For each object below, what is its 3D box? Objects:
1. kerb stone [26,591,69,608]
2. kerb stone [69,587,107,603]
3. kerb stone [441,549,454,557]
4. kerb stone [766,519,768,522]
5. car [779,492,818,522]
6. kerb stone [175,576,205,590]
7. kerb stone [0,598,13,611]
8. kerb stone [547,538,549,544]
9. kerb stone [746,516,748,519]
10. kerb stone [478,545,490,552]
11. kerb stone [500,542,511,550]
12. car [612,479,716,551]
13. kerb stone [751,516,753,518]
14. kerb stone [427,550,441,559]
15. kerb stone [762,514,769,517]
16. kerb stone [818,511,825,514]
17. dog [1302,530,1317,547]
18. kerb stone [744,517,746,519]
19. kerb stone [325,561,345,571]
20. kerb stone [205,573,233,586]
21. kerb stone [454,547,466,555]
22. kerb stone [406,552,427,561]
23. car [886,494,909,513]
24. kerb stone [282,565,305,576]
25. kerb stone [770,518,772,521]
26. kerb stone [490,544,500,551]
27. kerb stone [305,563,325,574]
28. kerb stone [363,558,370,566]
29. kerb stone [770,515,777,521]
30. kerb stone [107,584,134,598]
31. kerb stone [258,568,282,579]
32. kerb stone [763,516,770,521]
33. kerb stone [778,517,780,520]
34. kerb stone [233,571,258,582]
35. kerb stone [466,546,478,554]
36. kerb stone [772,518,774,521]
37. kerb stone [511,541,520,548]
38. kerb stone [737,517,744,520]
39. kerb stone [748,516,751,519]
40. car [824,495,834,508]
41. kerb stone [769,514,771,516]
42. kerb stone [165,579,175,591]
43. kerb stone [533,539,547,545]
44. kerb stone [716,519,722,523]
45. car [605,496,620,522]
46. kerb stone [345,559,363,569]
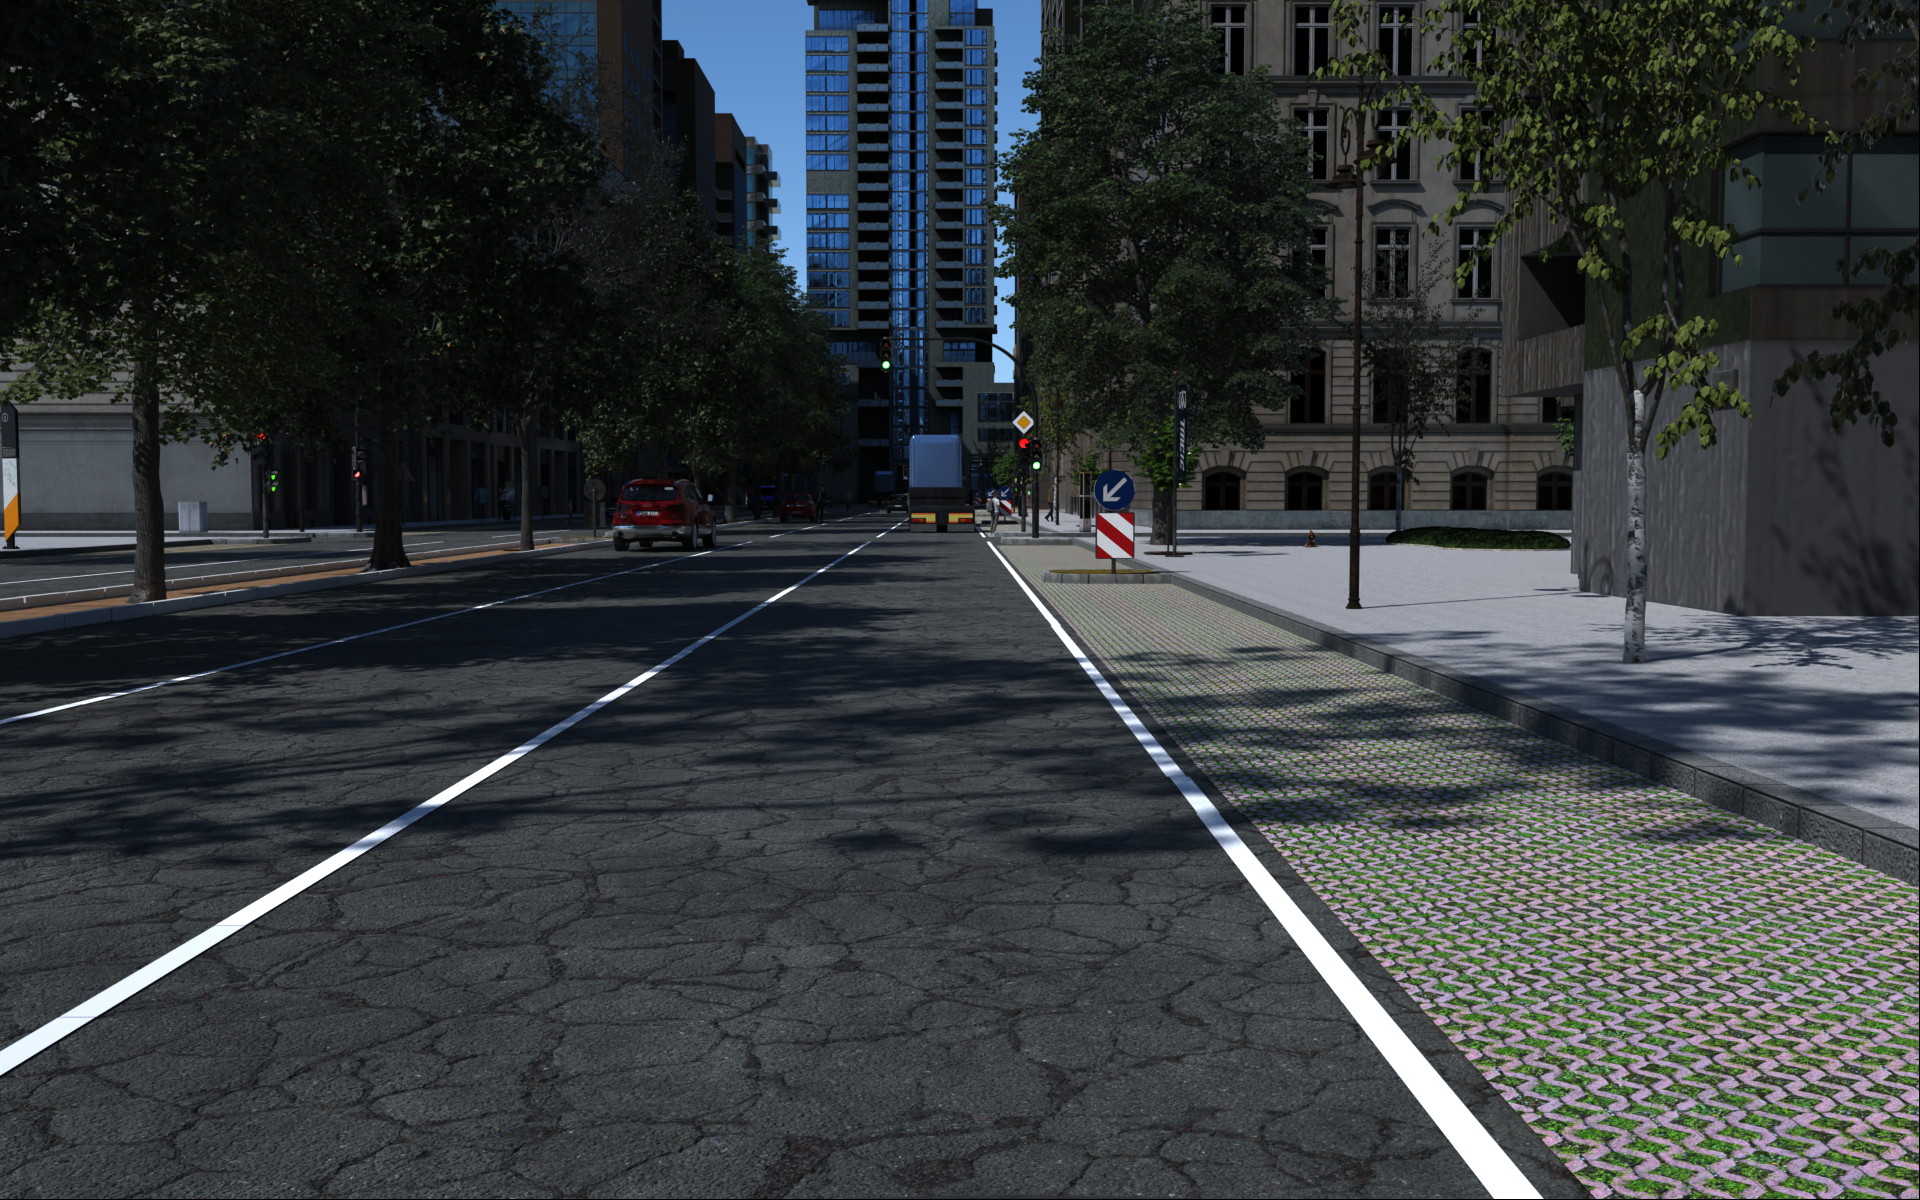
[{"bbox_3d":[-11.708,0.007,22.086,0.120,0.150,1.000,0,4,0],"label":"kerb stone"},{"bbox_3d":[-11.721,-0.052,23.114,0.120,0.150,1.000,0,4,0],"label":"kerb stone"},{"bbox_3d":[-11.812,-1.060,39.534,0.120,0.150,1.000,0,4,0],"label":"kerb stone"},{"bbox_3d":[-10.008,-4.036,88.245,0.120,0.150,1.000,0,4,0],"label":"kerb stone"},{"bbox_3d":[-8.328,-4.936,89.740,2.155,1.783,4.494,0,4,-2],"label":"car"},{"bbox_3d":[-11.738,-0.244,26.196,0.120,0.150,1.000,0,4,0],"label":"kerb stone"},{"bbox_3d":[-11.702,0.074,21.043,0.120,0.150,1.000,0,4,0],"label":"kerb stone"},{"bbox_3d":[-11.883,-1.684,49.806,0.120,0.150,1.000,0,4,0],"label":"kerb stone"},{"bbox_3d":[-12.167,-4.602,97.431,0.120,0.150,1.000,0,4,0],"label":"kerb stone"},{"bbox_3d":[-11.836,-1.246,42.629,0.120,0.150,1.000,0,4,0],"label":"kerb stone"},{"bbox_3d":[-11.841,-1.375,44.677,0.120,0.150,1.000,0,4,0],"label":"kerb stone"},{"bbox_3d":[-7.626,-2.219,44.957,2.281,1.827,5.304,0,4,1],"label":"car"},{"bbox_3d":[-12.174,-4.727,99.478,0.120,0.150,1.000,0,4,0],"label":"kerb stone"},{"bbox_3d":[-11.808,-0.991,38.507,0.120,0.150,1.000,0,4,0],"label":"kerb stone"},{"bbox_3d":[-12.228,-5.291,108.702,0.120,0.150,1.000,0,4,0],"label":"kerb stone"},{"bbox_3d":[-10.246,-6.487,128.254,0.120,0.150,1.000,0,4,0],"label":"kerb stone"},{"bbox_3d":[8.443,-1.484,42.007,0.748,0.427,0.550,-3,5,-39],"label":"dog"},{"bbox_3d":[-12.159,-4.539,96.409,0.120,0.150,1.000,0,4,0],"label":"kerb stone"},{"bbox_3d":[-11.776,-0.620,32.354,0.120,0.150,1.000,0,4,0],"label":"kerb stone"},{"bbox_3d":[-11.743,-0.307,27.223,0.120,0.150,1.000,0,4,0],"label":"kerb stone"},{"bbox_3d":[-11.821,-1.124,40.568,0.120,0.150,1.000,0,4,0],"label":"kerb stone"},{"bbox_3d":[-11.800,-0.935,37.479,0.120,0.150,1.000,0,4,0],"label":"kerb stone"},{"bbox_3d":[-4.591,-7.325,129.552,2.009,1.686,4.222,0,4,0],"label":"car"},{"bbox_3d":[-11.757,-0.495,30.295,0.120,0.150,1.000,0,4,0],"label":"kerb stone"},{"bbox_3d":[-10.024,-4.166,90.303,0.120,0.150,1.000,0,4,0],"label":"kerb stone"},{"bbox_3d":[-11.839,-1.312,43.651,0.120,0.150,1.000,0,4,0],"label":"kerb stone"},{"bbox_3d":[-11.768,-0.553,31.327,0.120,0.150,1.000,0,4,0],"label":"kerb stone"},{"bbox_3d":[-11.781,-0.741,34.398,0.120,0.150,1.000,0,4,0],"label":"kerb stone"},{"bbox_3d":[-10.027,-4.291,92.348,0.120,0.150,1.000,0,4,0],"label":"kerb stone"},{"bbox_3d":[-11.722,-0.119,24.140,0.120,0.150,1.000,0,4,0],"label":"kerb stone"},{"bbox_3d":[-11.755,-0.429,29.273,0.120,0.150,1.000,0,4,0],"label":"kerb stone"},{"bbox_3d":[-10.022,-4.103,89.275,0.120,0.150,1.000,0,4,0],"label":"kerb stone"},{"bbox_3d":[-10.047,-4.413,94.397,0.120,0.150,1.000,0,4,0],"label":"kerb stone"},{"bbox_3d":[-11.752,-0.369,28.249,0.120,0.150,1.000,0,4,0],"label":"kerb stone"},{"bbox_3d":[-11.833,-1.187,41.598,0.120,0.150,1.000,0,4,0],"label":"kerb stone"},{"bbox_3d":[-10.029,-4.228,91.325,0.120,0.150,1.000,0,4,0],"label":"kerb stone"},{"bbox_3d":[-11.857,-1.438,45.703,0.120,0.150,1.000,0,4,0],"label":"kerb stone"},{"bbox_3d":[-12.153,-4.477,95.386,0.120,0.150,1.000,0,4,0],"label":"kerb stone"},{"bbox_3d":[-12.167,-4.664,98.456,0.120,0.150,1.000,0,4,0],"label":"kerb stone"},{"bbox_3d":[-13.948,-10.162,178.728,1.945,1.354,3.894,0,4,-1],"label":"car"},{"bbox_3d":[-12.235,-5.354,109.733,0.120,0.150,1.000,0,4,0],"label":"kerb stone"},{"bbox_3d":[-11.735,-0.181,25.170,0.120,0.150,1.000,0,4,0],"label":"kerb stone"},{"bbox_3d":[-11.874,-1.626,48.774,0.120,0.150,1.000,0,4,0],"label":"kerb stone"},{"bbox_3d":[-12.096,-3.911,86.160,0.120,0.150,1.000,0,4,0],"label":"kerb stone"},{"bbox_3d":[-17.430,-4.693,89.317,1.945,1.354,3.894,0,3,0],"label":"car"},{"bbox_3d":[-11.784,-0.679,33.376,0.120,0.150,1.000,0,4,0],"label":"kerb stone"}]
